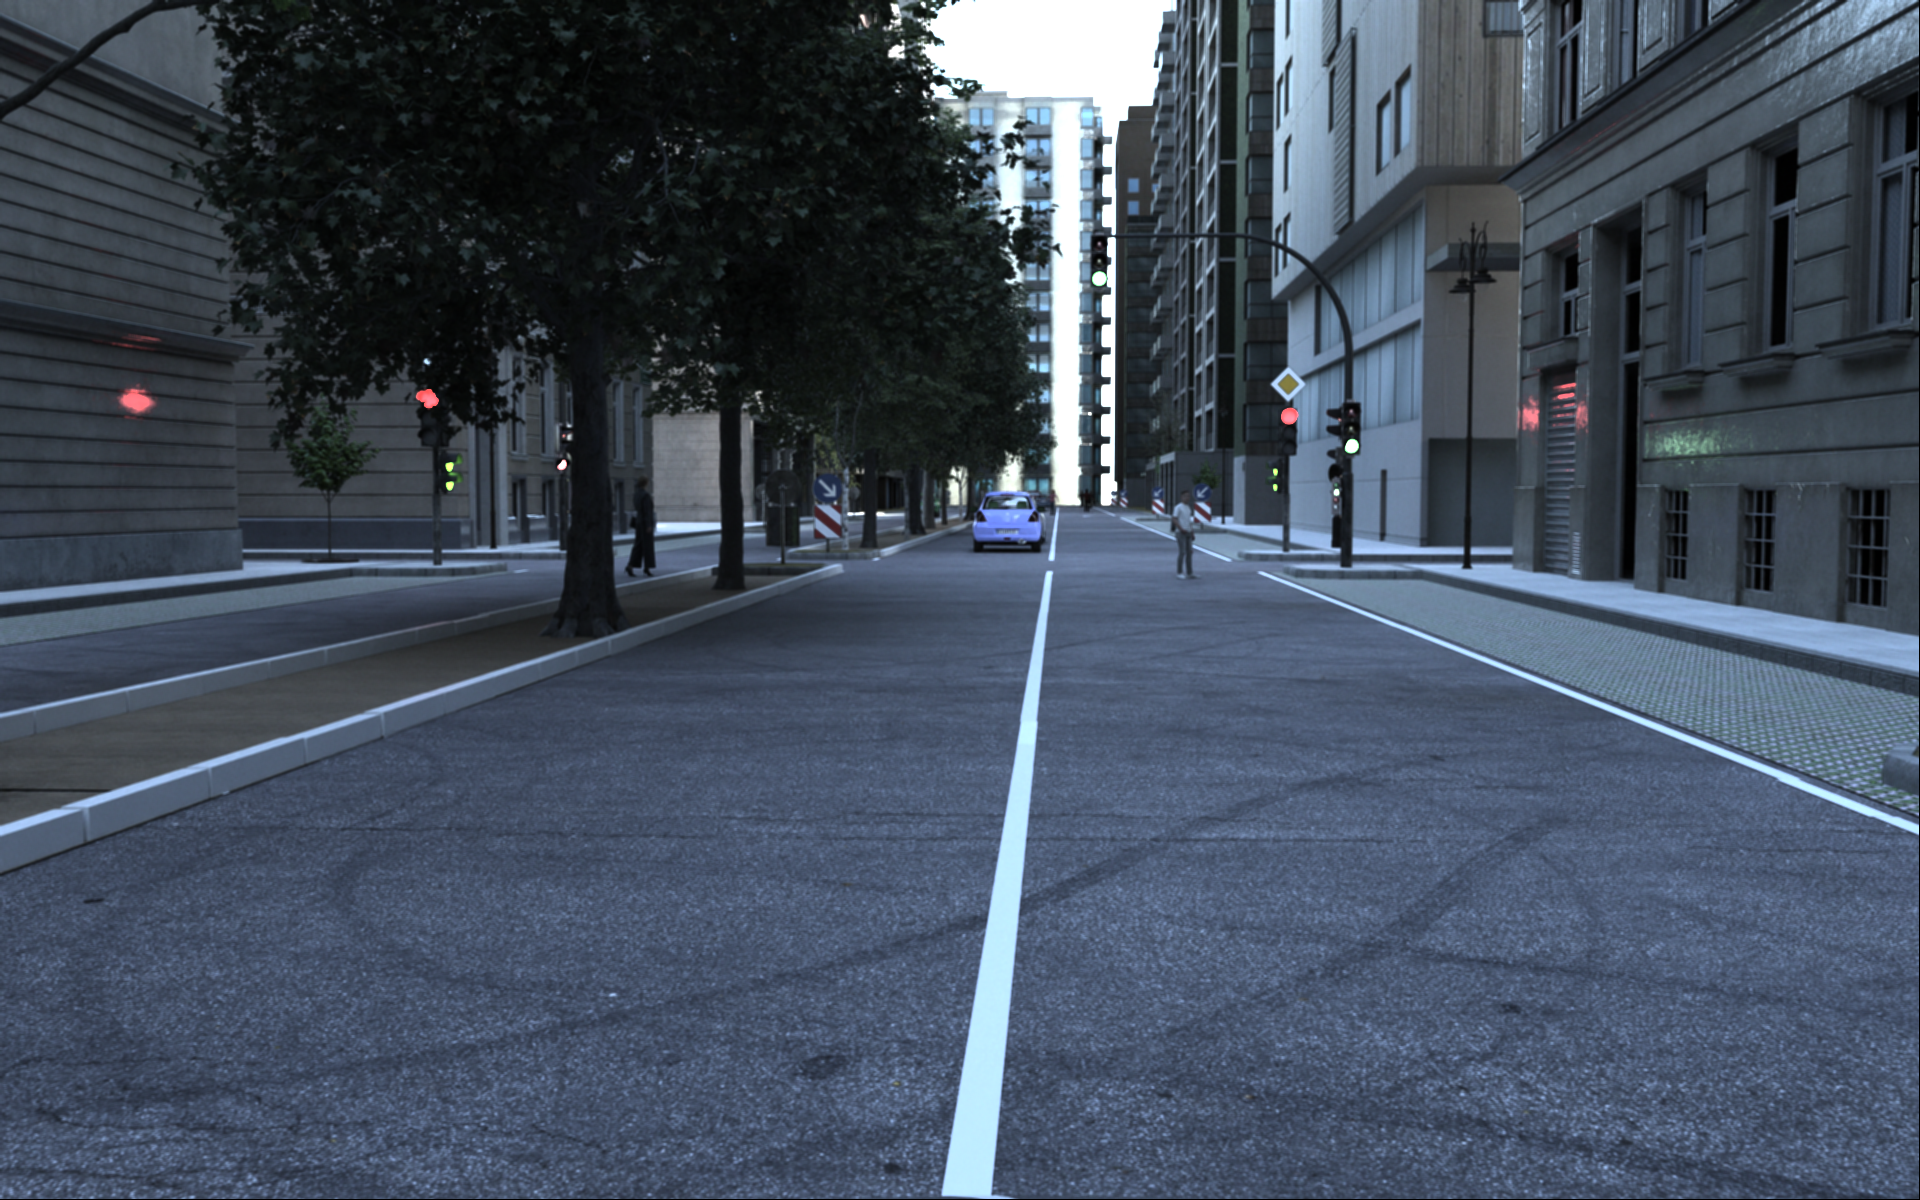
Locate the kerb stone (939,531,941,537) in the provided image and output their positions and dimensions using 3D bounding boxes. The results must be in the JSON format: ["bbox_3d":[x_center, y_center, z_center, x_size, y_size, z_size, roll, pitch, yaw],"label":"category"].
[{"bbox_3d":[-0.793,-2.081,56.249,0.120,0.150,1.000,0,4,3],"label":"kerb stone"}]

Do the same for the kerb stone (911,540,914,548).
[{"bbox_3d":[-1.386,-1.455,45.992,0.120,0.150,1.000,0,4,3],"label":"kerb stone"}]

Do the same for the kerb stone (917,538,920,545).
[{"bbox_3d":[-1.272,-1.581,48.040,0.120,0.150,1.000,0,4,3],"label":"kerb stone"}]

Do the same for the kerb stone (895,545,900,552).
[{"bbox_3d":[-1.626,-1.203,41.907,0.120,0.150,1.000,0,4,3],"label":"kerb stone"}]

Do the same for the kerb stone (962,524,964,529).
[{"bbox_3d":[-0.025,-2.896,69.546,0.120,0.150,1.000,0,4,3],"label":"kerb stone"}]

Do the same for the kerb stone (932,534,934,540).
[{"bbox_3d":[-0.978,-1.893,53.173,0.120,0.150,1.000,0,4,3],"label":"kerb stone"}]

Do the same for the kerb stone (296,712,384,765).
[{"bbox_3d":[-3.481,0.774,9.651,0.120,0.150,1.000,0,4,3],"label":"kerb stone"}]

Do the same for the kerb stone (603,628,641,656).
[{"bbox_3d":[-3.119,0.394,15.805,0.120,0.150,1.000,0,4,3],"label":"kerb stone"}]

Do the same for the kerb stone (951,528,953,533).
[{"bbox_3d":[-0.450,-2.457,62.394,0.120,0.150,1.000,0,4,3],"label":"kerb stone"}]

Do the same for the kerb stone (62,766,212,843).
[{"bbox_3d":[-3.603,0.894,7.607,0.120,0.150,1.000,0,4,3],"label":"kerb stone"}]

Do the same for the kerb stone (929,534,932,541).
[{"bbox_3d":[-1.030,-1.832,52.146,0.120,0.150,1.000,0,4,3],"label":"kerb stone"}]

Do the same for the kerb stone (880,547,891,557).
[{"bbox_3d":[-1.748,-1.080,39.852,0.120,0.150,1.000,0,4,3],"label":"kerb stone"}]

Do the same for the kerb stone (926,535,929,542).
[{"bbox_3d":[-1.094,-1.769,51.126,0.120,0.150,1.000,0,4,3],"label":"kerb stone"}]

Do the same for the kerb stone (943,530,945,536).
[{"bbox_3d":[-0.682,-2.208,58.292,0.120,0.150,1.000,0,4,3],"label":"kerb stone"}]

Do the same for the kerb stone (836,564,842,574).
[{"bbox_3d":[-2.238,-0.547,31.169,0.120,0.150,1.000,0,4,3],"label":"kerb stone"}]

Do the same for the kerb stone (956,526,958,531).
[{"bbox_3d":[-0.262,-2.646,65.456,0.120,0.150,1.000,0,4,3],"label":"kerb stone"}]

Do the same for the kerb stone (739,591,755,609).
[{"bbox_3d":[-2.773,0.017,21.951,0.120,0.150,1.000,0,4,3],"label":"kerb stone"}]

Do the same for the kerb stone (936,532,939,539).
[{"bbox_3d":[-0.854,-2.020,55.219,0.120,0.150,1.000,0,4,3],"label":"kerb stone"}]

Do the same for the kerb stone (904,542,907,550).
[{"bbox_3d":[-1.504,-1.330,43.948,0.120,0.150,1.000,0,4,3],"label":"kerb stone"}]

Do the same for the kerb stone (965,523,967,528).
[{"bbox_3d":[0.088,-3.021,71.587,0.120,0.150,1.000,0,4,3],"label":"kerb stone"}]

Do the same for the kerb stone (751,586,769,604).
[{"bbox_3d":[-2.717,-0.048,22.973,0.120,0.150,1.000,0,4,3],"label":"kerb stone"}]

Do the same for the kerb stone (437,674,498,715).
[{"bbox_3d":[-3.359,0.643,11.702,0.120,0.150,1.000,0,4,3],"label":"kerb stone"}]

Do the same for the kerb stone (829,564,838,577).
[{"bbox_3d":[-2.297,-0.486,30.144,0.120,0.150,1.000,0,4,3],"label":"kerb stone"}]

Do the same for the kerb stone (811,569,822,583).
[{"bbox_3d":[-2.416,-0.361,28.099,0.120,0.150,1.000,0,4,3],"label":"kerb stone"}]

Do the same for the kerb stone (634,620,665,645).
[{"bbox_3d":[-3.066,0.328,16.831,0.120,0.150,1.000,0,4,3],"label":"kerb stone"}]

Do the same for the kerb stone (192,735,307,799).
[{"bbox_3d":[-3.542,0.830,8.627,0.120,0.150,1.000,0,4,3],"label":"kerb stone"}]

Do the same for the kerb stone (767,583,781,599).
[{"bbox_3d":[-2.656,-0.105,23.999,0.120,0.150,1.000,0,4,3],"label":"kerb stone"}]

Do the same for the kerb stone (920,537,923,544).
[{"bbox_3d":[-1.211,-1.644,49.071,0.120,0.150,1.000,0,4,3],"label":"kerb stone"}]

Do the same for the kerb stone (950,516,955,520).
[{"bbox_3d":[-0.534,-4.590,97.306,0.120,0.150,1.000,0,4,3],"label":"kerb stone"}]

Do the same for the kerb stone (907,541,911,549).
[{"bbox_3d":[-1.450,-1.393,44.969,0.120,0.150,1.000,0,4,3],"label":"kerb stone"}]

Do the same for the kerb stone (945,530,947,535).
[{"bbox_3d":[-0.619,-2.270,59.320,0.120,0.150,1.000,0,4,3],"label":"kerb stone"}]

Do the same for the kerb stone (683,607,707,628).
[{"bbox_3d":[-2.950,0.207,18.883,0.120,0.150,1.000,0,4,3],"label":"kerb stone"}]

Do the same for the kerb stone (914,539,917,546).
[{"bbox_3d":[-1.341,-1.518,47.013,0.120,0.150,1.000,0,4,3],"label":"kerb stone"}]

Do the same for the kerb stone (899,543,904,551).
[{"bbox_3d":[-1.566,-1.268,42.928,0.120,0.150,1.000,0,4,3],"label":"kerb stone"}]

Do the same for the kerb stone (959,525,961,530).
[{"bbox_3d":[-0.149,-2.771,67.498,0.120,0.150,1.000,0,4,3],"label":"kerb stone"}]

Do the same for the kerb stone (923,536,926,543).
[{"bbox_3d":[-1.150,-1.707,50.103,0.120,0.150,1.000,0,4,3],"label":"kerb stone"}]

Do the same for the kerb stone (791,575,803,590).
[{"bbox_3d":[-2.533,-0.234,26.050,0.120,0.150,1.000,0,4,3],"label":"kerb stone"}]

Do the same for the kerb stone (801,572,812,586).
[{"bbox_3d":[-2.480,-0.298,27.071,0.120,0.150,1.000,0,4,3],"label":"kerb stone"}]

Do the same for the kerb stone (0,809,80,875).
[{"bbox_3d":[-3.665,0.959,6.572,0.120,0.150,1.000,0,4,3],"label":"kerb stone"}]

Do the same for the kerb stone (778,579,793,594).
[{"bbox_3d":[-2.590,-0.173,25.030,0.120,0.150,1.000,0,4,3],"label":"kerb stone"}]

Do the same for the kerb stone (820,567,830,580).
[{"bbox_3d":[-2.359,-0.423,29.119,0.120,0.150,1.000,0,4,3],"label":"kerb stone"}]

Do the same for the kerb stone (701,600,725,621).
[{"bbox_3d":[-2.891,0.140,19.903,0.120,0.150,1.000,0,4,3],"label":"kerb stone"}]

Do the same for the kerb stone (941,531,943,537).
[{"bbox_3d":[-0.735,-2.145,57.271,0.120,0.150,1.000,0,4,3],"label":"kerb stone"}]

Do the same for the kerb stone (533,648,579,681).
[{"bbox_3d":[-3.247,0.522,13.753,0.120,0.150,1.000,0,4,3],"label":"kerb stone"}]

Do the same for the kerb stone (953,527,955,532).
[{"bbox_3d":[-0.382,-2.521,63.413,0.120,0.150,1.000,0,4,3],"label":"kerb stone"}]

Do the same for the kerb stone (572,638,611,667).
[{"bbox_3d":[-3.186,0.460,14.779,0.120,0.150,1.000,0,4,3],"label":"kerb stone"}]

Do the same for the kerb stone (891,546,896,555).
[{"bbox_3d":[-1.682,-1.143,40.886,0.120,0.150,1.000,0,4,3],"label":"kerb stone"}]

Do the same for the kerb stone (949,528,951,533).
[{"bbox_3d":[-0.499,-2.396,61.363,0.120,0.150,1.000,0,4,3],"label":"kerb stone"}]

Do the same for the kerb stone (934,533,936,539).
[{"bbox_3d":[-0.920,-1.957,54.199,0.120,0.150,1.000,0,4,3],"label":"kerb stone"}]

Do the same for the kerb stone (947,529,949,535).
[{"bbox_3d":[-0.554,-2.327,60.341,0.120,0.150,1.000,0,4,3],"label":"kerb stone"}]

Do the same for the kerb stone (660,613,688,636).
[{"bbox_3d":[-3.003,0.265,17.857,0.120,0.150,1.000,0,4,3],"label":"kerb stone"}]

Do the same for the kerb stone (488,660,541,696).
[{"bbox_3d":[-3.306,0.582,12.733,0.120,0.150,1.000,0,4,3],"label":"kerb stone"}]

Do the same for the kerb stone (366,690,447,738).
[{"bbox_3d":[-3.418,0.704,10.682,0.120,0.150,1.000,0,4,3],"label":"kerb stone"}]

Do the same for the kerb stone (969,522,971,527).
[{"bbox_3d":[0.266,-3.209,74.666,0.120,0.150,1.000,0,4,3],"label":"kerb stone"}]

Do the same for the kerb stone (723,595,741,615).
[{"bbox_3d":[-2.828,0.079,20.931,0.120,0.150,1.000,0,4,3],"label":"kerb stone"}]
